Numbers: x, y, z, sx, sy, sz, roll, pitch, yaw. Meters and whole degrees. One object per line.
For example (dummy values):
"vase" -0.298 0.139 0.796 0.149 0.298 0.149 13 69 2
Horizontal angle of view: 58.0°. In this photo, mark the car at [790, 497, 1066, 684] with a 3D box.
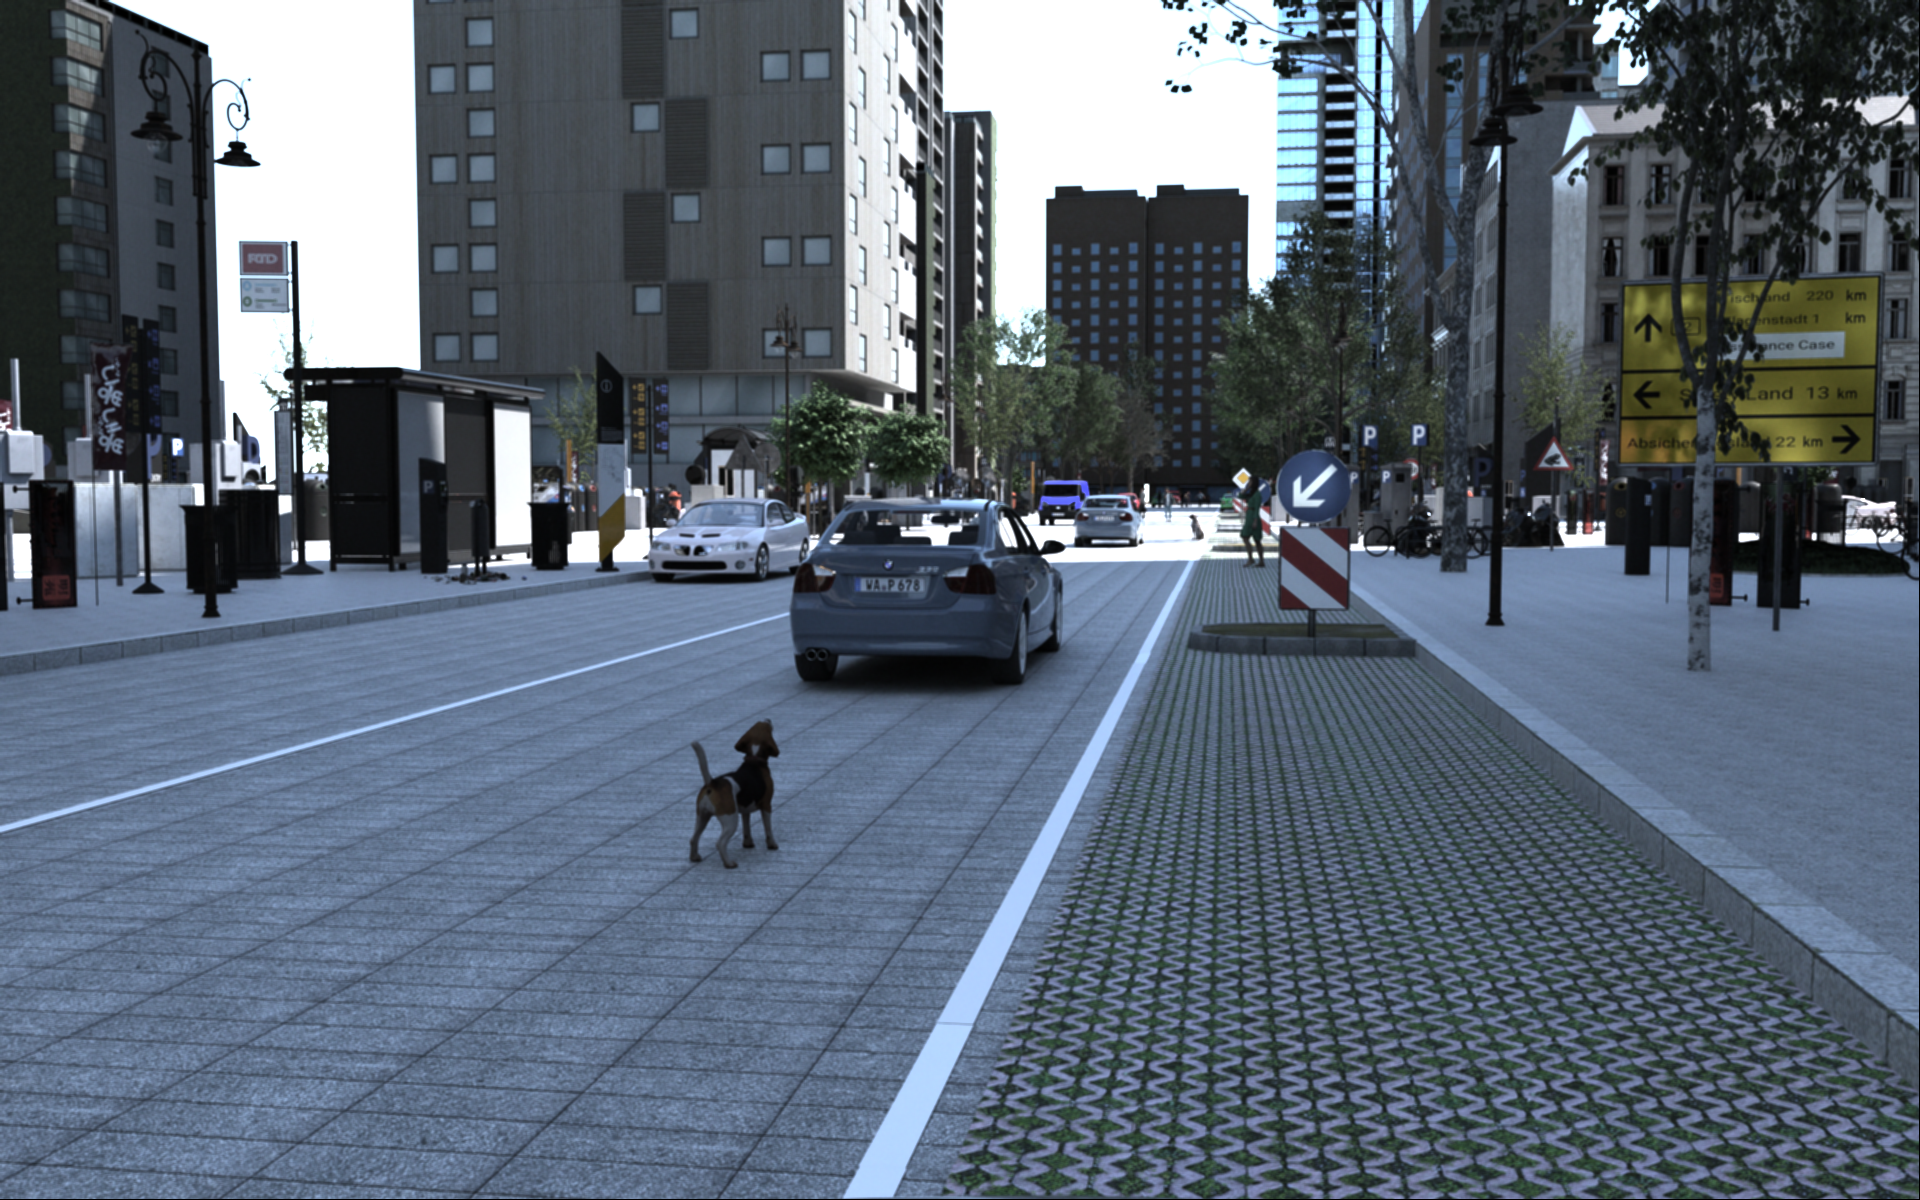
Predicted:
"car" -0.173 -0.149 14.436 2.014 1.417 4.499 1 4 9

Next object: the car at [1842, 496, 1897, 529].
"car" 33.399 -3.326 66.746 4.827 1.381 2.083 1 4 10

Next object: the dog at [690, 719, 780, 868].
"dog" -0.893 0.761 6.851 0.406 0.507 0.540 -1 4 -17

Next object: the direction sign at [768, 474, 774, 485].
"direction sign" -9.538 -5.859 87.793 0.876 3.537 0.379 -2 4 -29

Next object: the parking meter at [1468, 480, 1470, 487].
"parking meter" 21.518 -4.185 74.143 0.399 1.863 0.255 0 4 -1

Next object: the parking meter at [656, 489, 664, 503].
"parking meter" -14.022 -4.435 80.929 0.372 1.533 0.369 0 3 0

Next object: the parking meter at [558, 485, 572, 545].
"parking meter" -10.047 -2.177 43.999 0.372 1.533 0.369 0 3 0

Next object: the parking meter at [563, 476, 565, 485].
"parking meter" -10.955 -2.537 47.185 0.399 1.863 0.255 2 4 26

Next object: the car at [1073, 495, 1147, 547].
"car" 4.162 -2.208 48.106 2.014 1.417 4.499 1 4 9

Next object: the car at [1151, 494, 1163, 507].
"car" 21.887 -11.030 189.138 1.959 1.807 4.718 1 4 10

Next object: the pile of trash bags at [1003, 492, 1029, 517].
"pile of trash bags" 2.947 -5.353 97.275 1.912 1.369 3.447 0 4 1

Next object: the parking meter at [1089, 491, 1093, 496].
"parking meter" 10.926 -8.364 145.165 0.372 1.533 0.369 0 3 0

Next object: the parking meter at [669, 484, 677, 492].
"parking meter" -16.120 -5.596 97.204 0.399 1.863 0.255 -3 4 -36

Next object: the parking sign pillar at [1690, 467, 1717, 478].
"parking sign pillar" 54.560 -8.514 127.676 1.447 3.967 1.447 0 4 1

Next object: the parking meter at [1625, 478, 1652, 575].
"parking meter" 10.780 -1.169 27.526 0.372 1.533 0.369 0 3 0

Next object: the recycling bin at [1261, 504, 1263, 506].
"recycling bin" 22.023 -6.959 126.336 0.722 1.027 0.722 2 4 32

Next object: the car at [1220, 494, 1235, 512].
"car" 21.477 -7.824 136.716 1.959 1.807 4.718 1 4 9

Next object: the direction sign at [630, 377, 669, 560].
"direction sign" -6.060 -2.563 33.902 0.379 3.537 0.876 3 5 45

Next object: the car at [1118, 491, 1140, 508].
"car" 11.592 -6.817 120.498 2.155 1.783 4.494 0 4 8

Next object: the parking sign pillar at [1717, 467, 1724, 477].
"parking sign pillar" 60.983 -9.232 139.423 1.447 3.967 1.447 -2 4 -34

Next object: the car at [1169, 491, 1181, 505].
"car" 27.357 -13.044 221.941 2.281 1.827 5.304 1 4 11

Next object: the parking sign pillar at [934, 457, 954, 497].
"parking sign pillar" -1.031 -7.494 111.006 1.447 3.967 1.447 -2 4 -31

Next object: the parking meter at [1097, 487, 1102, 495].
"parking meter" 11.545 -8.397 143.002 0.399 1.863 0.255 1 4 9

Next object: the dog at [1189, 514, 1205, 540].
"dog" 7.353 -2.260 53.792 0.513 0.831 0.800 1 4 8

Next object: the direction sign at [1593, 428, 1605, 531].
"direction sign" 21.952 -4.128 59.492 0.379 3.537 0.876 0 4 0

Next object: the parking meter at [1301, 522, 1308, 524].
"parking meter" 14.837 -4.055 74.716 0.372 1.533 0.369 0 3 0

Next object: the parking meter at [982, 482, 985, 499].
"parking meter" 1.107 -4.570 80.425 0.255 1.863 0.399 1 4 14

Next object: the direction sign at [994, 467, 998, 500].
"direction sign" 2.970 -9.261 143.411 0.379 3.537 0.876 -1 4 -15

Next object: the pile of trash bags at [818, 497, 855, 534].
"pile of trash bags" -4.227 -2.837 56.133 1.912 1.369 3.447 1 4 16

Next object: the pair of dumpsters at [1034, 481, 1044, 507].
"pair of dumpsters" 5.433 -7.524 125.518 1.574 2.255 4.437 1 4 9

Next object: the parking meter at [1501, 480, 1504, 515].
"parking meter" 22.314 -4.041 71.775 0.255 1.863 0.399 -1 4 -15

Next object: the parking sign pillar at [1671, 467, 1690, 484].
"parking sign pillar" 47.663 -7.808 116.129 1.447 3.967 1.447 -2 4 -30

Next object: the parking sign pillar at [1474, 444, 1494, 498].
"parking sign pillar" 27.950 -6.332 91.996 1.447 3.967 1.447 -2 4 -35

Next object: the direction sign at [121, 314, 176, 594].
"direction sign" -10.517 -1.855 22.333 0.379 3.537 0.876 0 4 2

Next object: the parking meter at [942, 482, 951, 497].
"parking meter" -0.638 -4.610 81.082 0.399 1.863 0.255 -1 4 -16

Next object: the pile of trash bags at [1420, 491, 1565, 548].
"pile of trash bags" 13.435 -2.048 43.235 1.912 1.369 3.447 -1 4 -23

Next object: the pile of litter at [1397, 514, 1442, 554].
"pile of litter" 10.195 -1.451 37.688 1.719 0.858 1.176 -2 4 -30

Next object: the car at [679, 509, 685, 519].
"car" -9.763 -3.724 73.243 4.827 1.381 2.083 1 4 10

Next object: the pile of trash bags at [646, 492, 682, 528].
"pile of trash bags" -11.463 -3.449 66.140 1.912 1.369 3.447 1 4 13

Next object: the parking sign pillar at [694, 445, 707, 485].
"parking sign pillar" -13.958 -6.481 94.438 1.447 3.967 1.447 -3 5 -43

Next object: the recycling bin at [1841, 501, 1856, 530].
"recycling bin" 31.592 -3.031 62.112 0.722 1.027 0.722 -2 4 -26

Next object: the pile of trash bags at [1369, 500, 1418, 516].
"pile of trash bags" 14.566 -2.927 57.604 1.912 1.369 3.447 0 4 2

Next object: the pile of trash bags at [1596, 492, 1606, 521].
"pile of trash bags" 31.710 -4.415 81.940 1.912 1.369 3.447 -3 5 -40

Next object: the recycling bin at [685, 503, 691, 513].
"recycling bin" -7.496 -2.298 50.133 0.722 1.027 0.722 -3 4 -36

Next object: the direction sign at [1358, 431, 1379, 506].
"direction sign" 14.638 -4.291 62.163 0.876 3.537 0.379 -2 4 -23

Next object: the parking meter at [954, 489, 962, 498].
"parking meter" -0.100 -4.903 88.583 0.372 1.533 0.369 0 3 0

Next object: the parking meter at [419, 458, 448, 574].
"parking meter" -8.477 -1.358 27.913 0.399 1.863 0.255 1 4 15

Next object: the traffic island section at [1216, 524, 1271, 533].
"traffic island section" 10.731 -2.648 65.569 2.009 0.180 2.903 1 4 9

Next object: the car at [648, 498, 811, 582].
"car" -3.883 -1.071 29.867 2.083 1.381 4.827 1 4 9

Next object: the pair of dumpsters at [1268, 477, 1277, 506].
"pair of dumpsters" 19.095 -6.180 103.540 1.574 2.255 4.437 1 4 9
